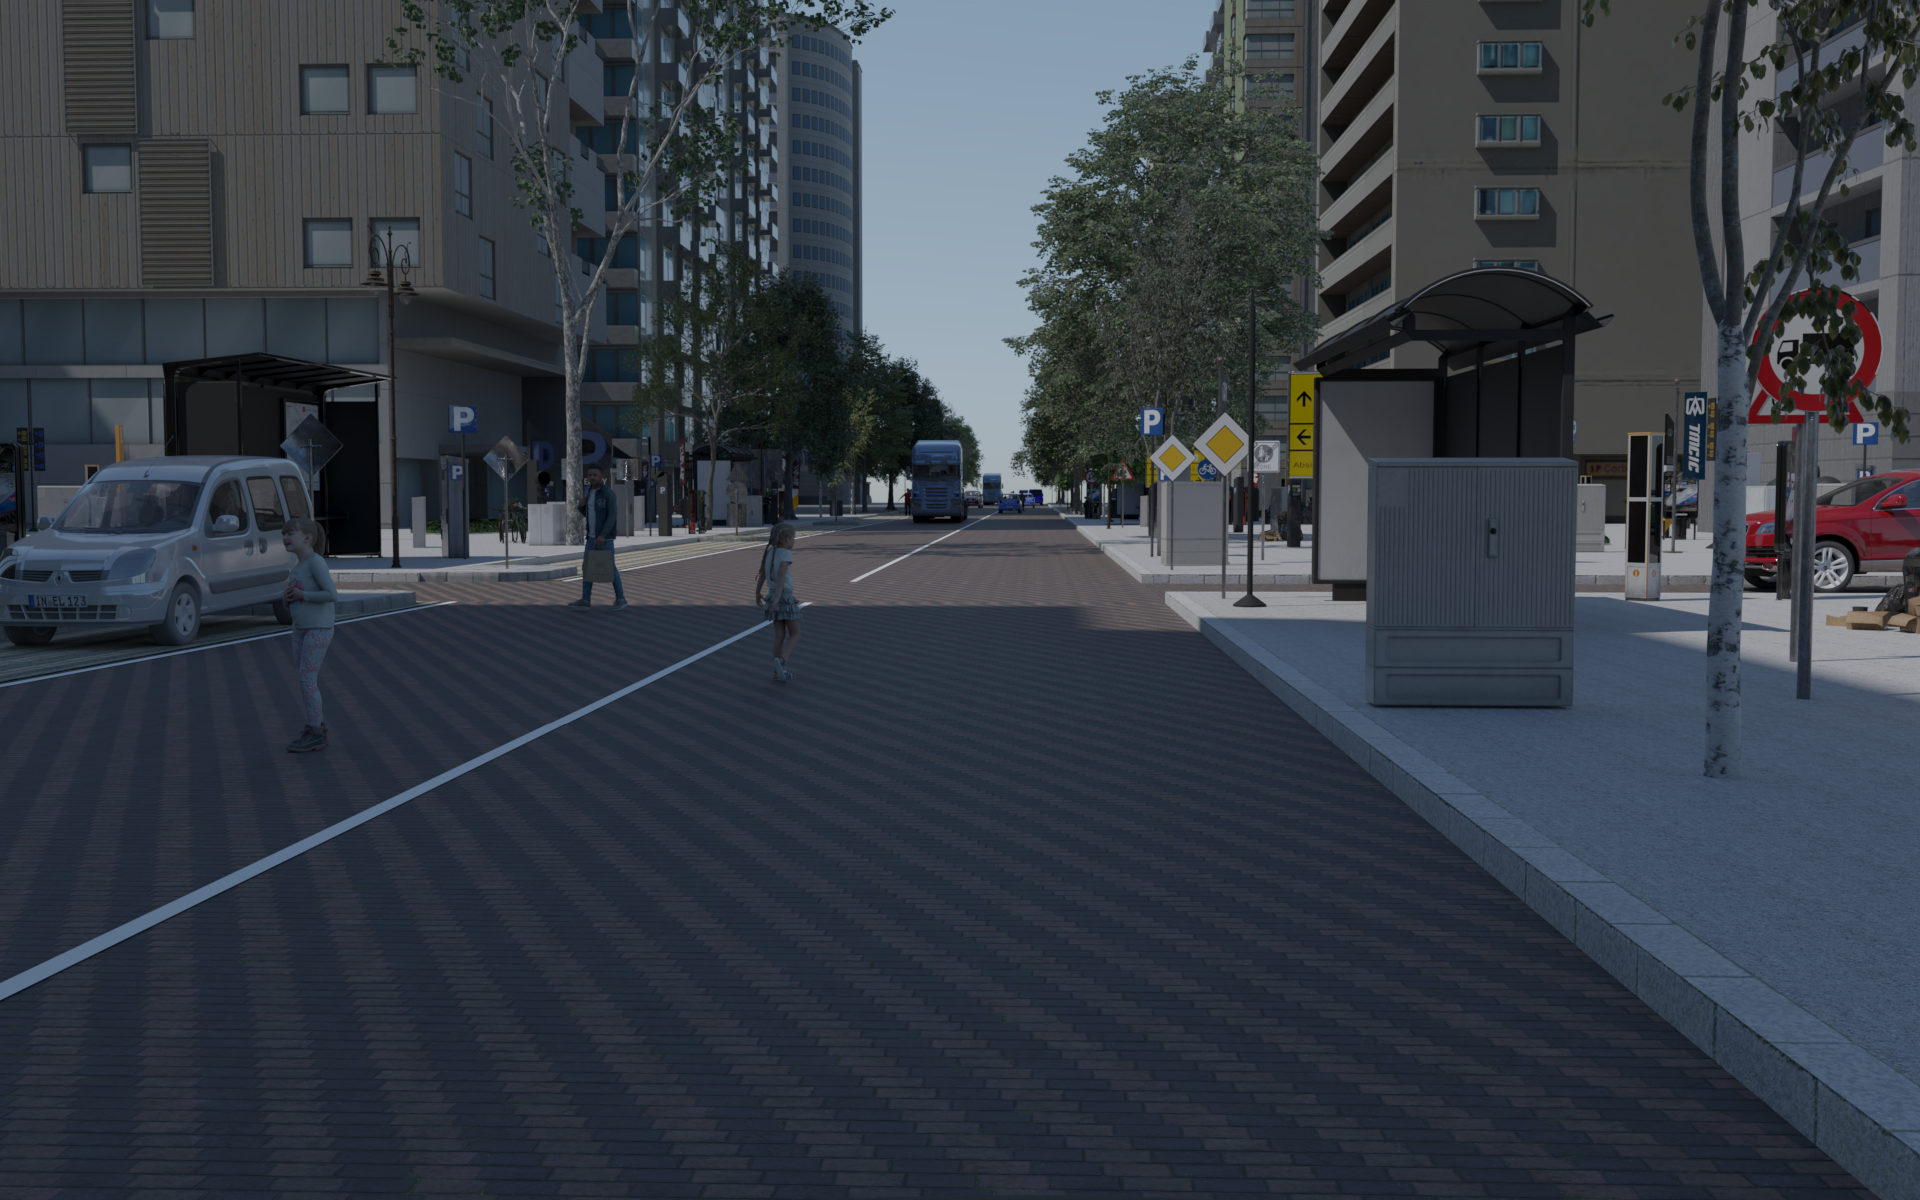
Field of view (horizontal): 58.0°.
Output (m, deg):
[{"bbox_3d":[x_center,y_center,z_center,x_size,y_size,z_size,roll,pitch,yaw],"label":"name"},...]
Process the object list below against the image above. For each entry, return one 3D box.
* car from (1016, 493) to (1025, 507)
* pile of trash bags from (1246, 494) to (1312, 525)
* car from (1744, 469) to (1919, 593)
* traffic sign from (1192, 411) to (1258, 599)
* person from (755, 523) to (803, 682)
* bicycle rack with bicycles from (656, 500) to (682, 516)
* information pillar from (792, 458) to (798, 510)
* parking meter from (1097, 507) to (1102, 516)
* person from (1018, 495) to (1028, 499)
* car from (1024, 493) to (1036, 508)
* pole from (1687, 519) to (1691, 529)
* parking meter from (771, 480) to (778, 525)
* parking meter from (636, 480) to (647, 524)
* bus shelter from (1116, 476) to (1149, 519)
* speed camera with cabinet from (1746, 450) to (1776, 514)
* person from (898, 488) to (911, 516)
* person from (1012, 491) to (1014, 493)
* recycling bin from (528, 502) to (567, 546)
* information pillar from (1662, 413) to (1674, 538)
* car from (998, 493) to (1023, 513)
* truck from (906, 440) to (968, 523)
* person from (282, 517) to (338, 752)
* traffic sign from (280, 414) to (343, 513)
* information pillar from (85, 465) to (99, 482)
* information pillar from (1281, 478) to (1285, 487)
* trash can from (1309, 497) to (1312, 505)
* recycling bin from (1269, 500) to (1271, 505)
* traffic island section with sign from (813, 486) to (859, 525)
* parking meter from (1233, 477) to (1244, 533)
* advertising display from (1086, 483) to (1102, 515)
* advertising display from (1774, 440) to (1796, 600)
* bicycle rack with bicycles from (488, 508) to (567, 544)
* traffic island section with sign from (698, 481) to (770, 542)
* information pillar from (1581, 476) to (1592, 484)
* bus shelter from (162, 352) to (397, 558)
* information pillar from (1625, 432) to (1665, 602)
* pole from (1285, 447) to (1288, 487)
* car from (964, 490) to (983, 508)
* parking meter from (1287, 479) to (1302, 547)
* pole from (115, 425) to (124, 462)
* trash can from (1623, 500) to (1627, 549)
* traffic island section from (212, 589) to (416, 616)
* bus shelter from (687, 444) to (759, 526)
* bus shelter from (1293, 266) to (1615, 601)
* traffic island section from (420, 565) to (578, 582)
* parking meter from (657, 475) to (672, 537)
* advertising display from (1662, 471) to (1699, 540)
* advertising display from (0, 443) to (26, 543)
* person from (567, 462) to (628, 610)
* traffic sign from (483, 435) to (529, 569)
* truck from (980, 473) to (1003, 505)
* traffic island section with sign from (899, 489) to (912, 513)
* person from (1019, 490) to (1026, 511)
[{"bbox_3d":[6.263,-11.022,189.808,1.945,1.707,3.694,0,4,2],"label":"car"},{"bbox_3d":[13.275,-3.866,72.954,3.447,1.369,1.912,0,4,-1],"label":"pile of trash bags"},{"bbox_3d":[13.948,-1.028,25.479,5.304,1.827,2.281,0,4,1],"label":"car"},{"bbox_3d":[3.227,-1.071,21.161,0.795,2.450,0.064,0,4,2],"label":"traffic sign"},{"bbox_3d":[-1.443,0.011,13.336,0.505,1.210,0.382,3,5,44],"label":"person"},{"bbox_3d":[-17.121,-5.511,103.491,2.852,0.926,2.925,3,5,40],"label":"bicycle rack with bicycles"},{"bbox_3d":[-9.620,-6.652,100.110,0.504,3.616,0.183,-1,4,-20],"label":"information pillar"},{"bbox_3d":[8.248,-5.776,102.849,0.372,1.533,0.369,0,3,0],"label":"parking meter"},{"bbox_3d":[6.199,-10.083,174.077,1.217,1.735,0.721,0,4,8],"label":"person"},{"bbox_3d":[6.887,-10.352,178.850,1.945,1.707,3.694,0,4,2],"label":"car"},{"bbox_3d":[26.832,-4.279,63.802,0.158,3.312,0.155,0,3,0],"label":"pole"},{"bbox_3d":[-7.576,-3.982,70.818,0.255,1.863,0.399,0,4,-5],"label":"parking meter"},{"bbox_3d":[-13.437,-4.122,73.102,0.399,1.863,0.255,-3,4,-36],"label":"parking meter"},{"bbox_3d":[8.545,-5.564,84.890,2.014,3.302,5.546,0,4,2],"label":"bus shelter"},{"bbox_3d":[16.633,-2.559,36.170,0.660,3.252,2.038,0,4,0],"label":"speed camera with cabinet"},{"bbox_3d":[-3.413,-6.427,113.521,1.348,1.831,0.705,0,4,-3],"label":"person"},{"bbox_3d":[4.501,-8.400,146.775,0.436,1.711,0.756,-1,4,-20],"label":"person"},{"bbox_3d":[-10.321,-1.881,43.316,0.722,1.027,0.722,1,4,11],"label":"recycling bin"},{"bbox_3d":[20.565,-3.599,50.197,0.504,3.616,0.183,-2,4,-33],"label":"information pillar"},{"bbox_3d":[3.794,-7.402,130.610,1.945,1.707,3.694,0,4,4],"label":"car"},{"bbox_3d":[-0.950,-6.301,92.779,2.967,4.110,18.799,0,4,1],"label":"truck"},{"bbox_3d":[-3.676,0.186,9.742,0.425,1.301,0.394,2,4,24],"label":"person"},{"bbox_3d":[-8.106,-1.102,21.665,0.795,2.450,0.064,0,4,2],"label":"traffic sign"},{"bbox_3d":[-21.910,-2.403,43.776,0.304,2.012,0.304,-2,4,-30],"label":"information pillar"},{"bbox_3d":[14.982,-4.611,79.885,0.304,2.012,0.304,3,4,36],"label":"information pillar"},{"bbox_3d":[16.978,-4.336,82.542,0.748,1.137,0.748,0,3,0],"label":"trash can"},{"bbox_3d":[14.019,-3.872,75.865,0.722,1.027,0.722,-2,4,-27],"label":"recycling bin"},{"bbox_3d":[-5.662,-4.336,79.521,1.989,1.847,2.006,0,4,2],"label":"traffic island section with sign"},{"bbox_3d":[9.302,-3.188,57.838,0.255,1.863,0.399,-1,4,-11],"label":"parking meter"},{"bbox_3d":[7.214,-5.378,93.138,0.974,1.923,0.123,3,5,40],"label":"advertising display"},{"bbox_3d":[10.171,-0.977,21.184,0.123,1.923,0.974,3,5,41],"label":"advertising display"},{"bbox_3d":[-11.184,-1.976,45.684,2.852,0.926,2.925,0,4,-5],"label":"bicycle rack with bicycles"},{"bbox_3d":[-6.802,-2.689,52.590,1.989,1.847,2.006,0,4,2],"label":"traffic island section with sign"},{"bbox_3d":[25.095,-3.974,69.466,0.304,2.012,0.304,-1,4,-19],"label":"information pillar"},{"bbox_3d":[-12.289,-2.478,31.806,1.731,3.624,6.357,0,4,3],"label":"bus shelter"},{"bbox_3d":[8.214,-0.996,20.784,0.304,2.012,0.304,-3,4,-36],"label":"information pillar"},{"bbox_3d":[14.062,-4.929,74.428,0.158,3.312,0.155,0,3,0],"label":"pole"},{"bbox_3d":[1.246,-10.270,176.590,2.281,1.827,5.304,0,4,4],"label":"car"},{"bbox_3d":[8.062,-2.206,41.779,0.255,1.863,0.399,0,4,-5],"label":"parking meter"},{"bbox_3d":[-24.950,-3.526,51.493,0.158,3.312,0.155,0,3,0],"label":"pole"},{"bbox_3d":[15.130,-1.645,38.542,0.748,1.137,0.748,0,3,0],"label":"trash can"},{"bbox_3d":[-8.130,0.034,21.728,2.009,0.180,2.903,0,4,2],"label":"traffic island section"},{"bbox_3d":[-9.809,-4.779,72.066,2.014,3.302,5.546,0,4,3],"label":"bus shelter"},{"bbox_3d":[4.894,-1.482,18.162,2.014,3.302,5.546,0,4,3],"label":"bus shelter"},{"bbox_3d":[-7.788,-0.454,29.706,2.009,0.180,2.903,0,4,2],"label":"traffic island section"},{"bbox_3d":[-8.924,-2.852,52.336,0.399,1.863,0.255,2,4,23],"label":"parking meter"},{"bbox_3d":[20.122,-2.641,48.400,0.974,1.923,0.123,0,4,2],"label":"advertising display"},{"bbox_3d":[-12.310,-1.029,22.036,0.974,1.923,0.123,1,4,18],"label":"advertising display"},{"bbox_3d":[-4.395,-0.774,21.147,0.713,1.824,0.794,-2,4,-32],"label":"person"},{"bbox_3d":[-7.764,-1.590,29.643,0.795,2.450,0.064,0,4,2],"label":"traffic sign"},{"bbox_3d":[4.515,-14.664,229.508,2.967,4.110,18.799,0,4,3],"label":"truck"},{"bbox_3d":[-3.527,-7.374,129.190,1.989,1.847,2.006,0,4,2],"label":"traffic island section with sign"},{"bbox_3d":[5.295,-8.373,145.956,0.434,1.755,0.990,3,5,40],"label":"person"}]
